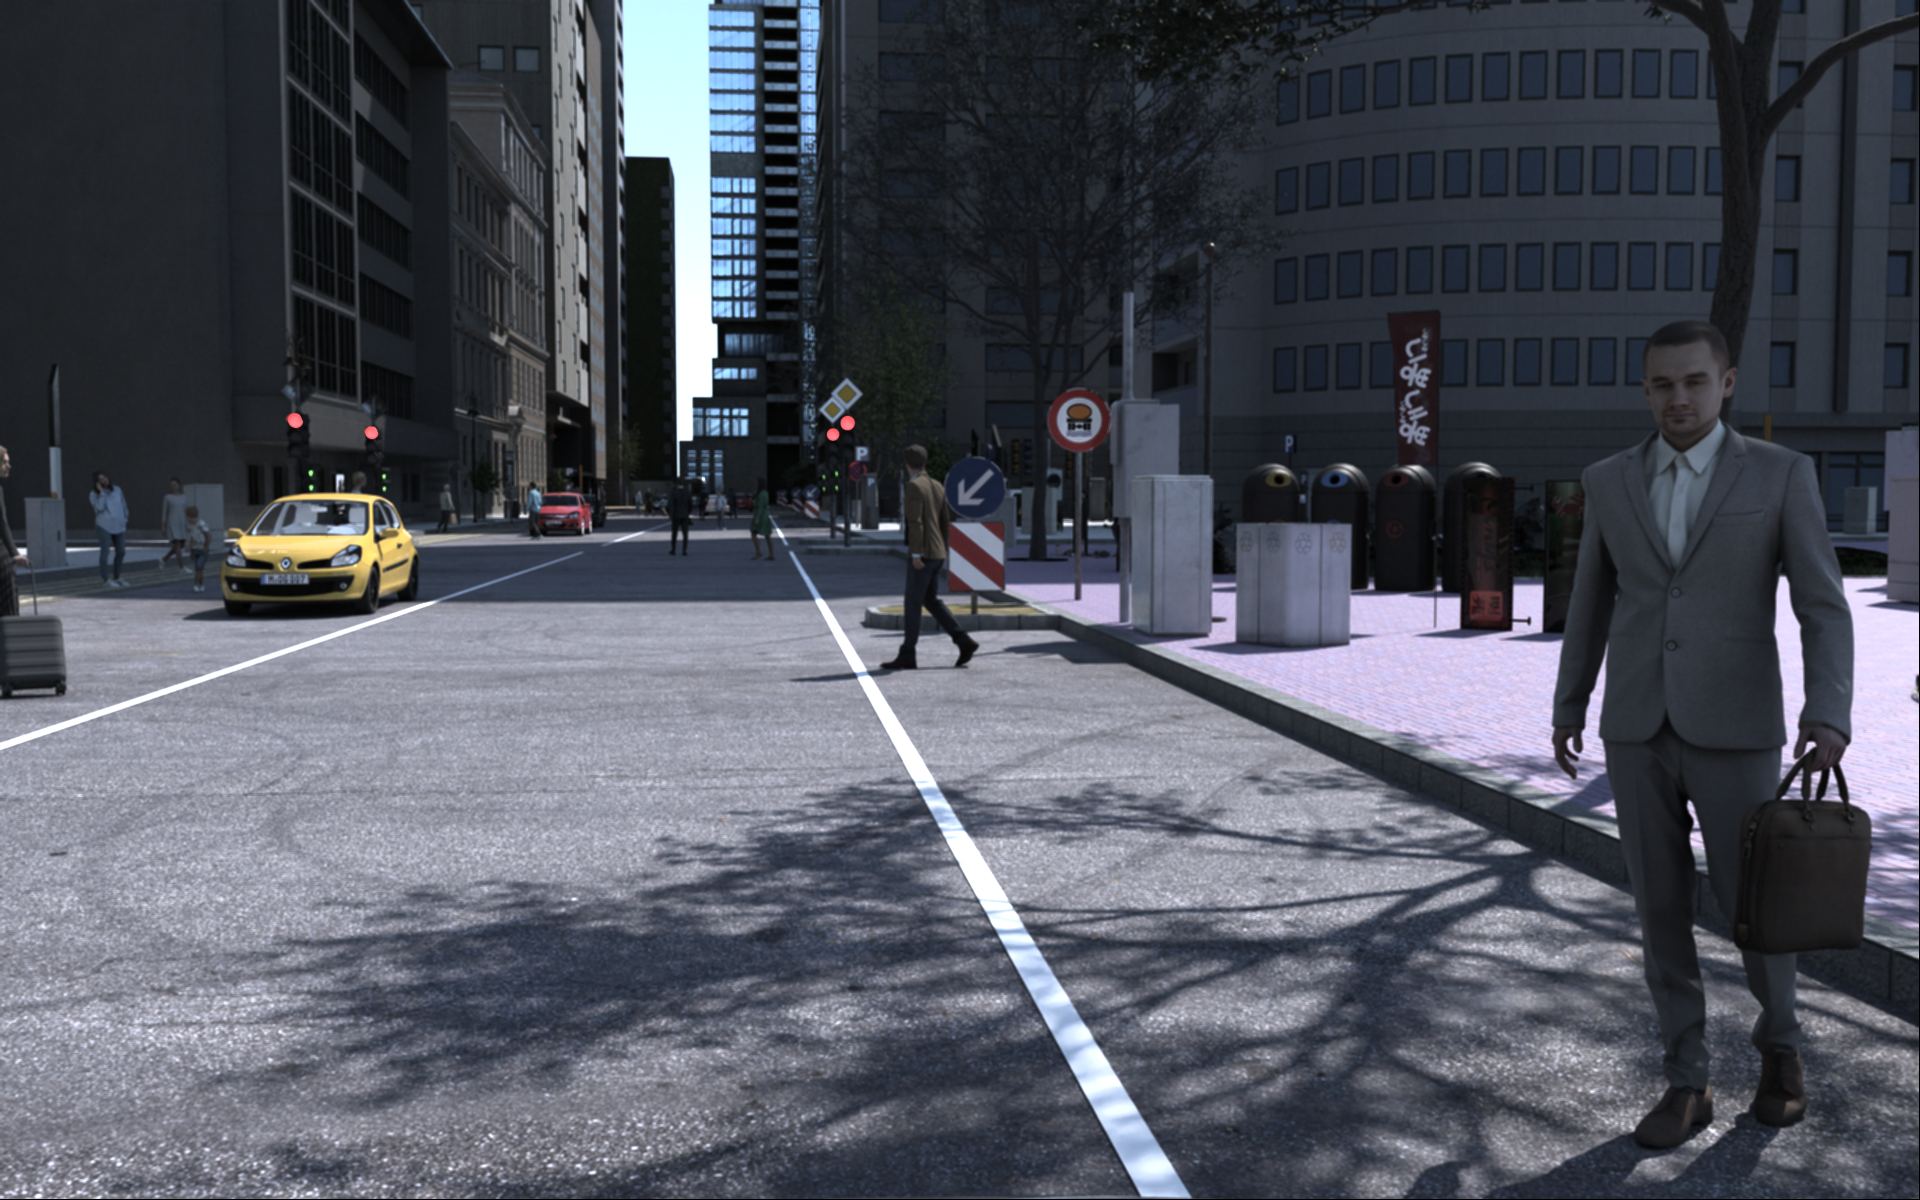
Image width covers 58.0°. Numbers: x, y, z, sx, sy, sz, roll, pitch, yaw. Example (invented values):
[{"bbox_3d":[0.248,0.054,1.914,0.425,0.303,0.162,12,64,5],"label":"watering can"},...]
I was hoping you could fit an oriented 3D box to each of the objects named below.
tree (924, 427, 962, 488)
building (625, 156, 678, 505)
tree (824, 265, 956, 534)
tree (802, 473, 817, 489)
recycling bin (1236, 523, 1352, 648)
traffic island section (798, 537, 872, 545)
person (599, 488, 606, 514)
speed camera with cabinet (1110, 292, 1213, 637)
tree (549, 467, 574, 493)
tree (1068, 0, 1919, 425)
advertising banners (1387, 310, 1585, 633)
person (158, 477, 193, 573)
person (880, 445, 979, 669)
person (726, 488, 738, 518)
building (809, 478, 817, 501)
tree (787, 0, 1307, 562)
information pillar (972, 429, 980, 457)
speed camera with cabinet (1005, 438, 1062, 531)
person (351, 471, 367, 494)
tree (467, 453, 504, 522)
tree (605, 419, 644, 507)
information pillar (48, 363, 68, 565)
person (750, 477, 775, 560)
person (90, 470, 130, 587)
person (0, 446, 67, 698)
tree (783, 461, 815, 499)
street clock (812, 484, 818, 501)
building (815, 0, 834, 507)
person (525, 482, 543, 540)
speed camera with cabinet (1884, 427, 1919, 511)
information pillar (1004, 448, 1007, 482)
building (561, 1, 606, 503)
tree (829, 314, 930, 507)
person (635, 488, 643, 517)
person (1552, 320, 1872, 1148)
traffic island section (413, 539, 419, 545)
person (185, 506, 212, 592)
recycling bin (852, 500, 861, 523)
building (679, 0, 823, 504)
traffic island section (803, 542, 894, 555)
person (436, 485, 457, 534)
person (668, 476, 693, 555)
[{"bbox_3d":[-0.796,-3.387,49.986,1.663,3.219,1.824,0,3,0],"label":"tree"},{"bbox_3d":[-41.975,-32.325,212.106,14.086,41.232,14.154,0,4,-7],"label":"building"},{"bbox_3d":[-1.972,-6.393,54.885,4.737,8.622,4.395,0,3,0],"label":"tree"},{"bbox_3d":[-13.851,-10.107,159.856,1.663,3.219,1.824,0,3,0],"label":"tree"},{"bbox_3d":[2.855,-0.140,14.850,0.722,1.027,0.722,-2,4,-28],"label":"recycling bin"},{"bbox_3d":[-3.633,-1.689,49.888,2.009,0.180,2.903,0,4,-7],"label":"traffic island section"},{"bbox_3d":[-23.803,-6.541,115.250,0.447,1.846,0.655,-1,4,-12],"label":"person"},{"bbox_3d":[1.900,-1.351,16.427,0.660,3.252,2.038,0,4,-5],"label":"speed camera with cabinet"},{"bbox_3d":[-28.204,-7.790,121.965,1.663,3.219,1.824,0,3,0],"label":"tree"},{"bbox_3d":[3.876,-4.511,8.168,7.601,10.594,8.767,3,5,43],"label":"tree"},{"bbox_3d":[4.993,-1.227,16.250,2.074,3.025,0.090,2,4,33],"label":"advertising banners"},{"bbox_3d":[-14.246,-1.354,31.385,0.760,1.731,0.466,1,4,11],"label":"person"},{"bbox_3d":[-0.260,-0.361,14.307,0.836,1.842,0.656,-1,4,-8],"label":"person"},{"bbox_3d":[-13.620,-5.797,103.459,0.721,1.800,0.419,0,4,-3],"label":"person"},{"bbox_3d":[-0.188,-30.408,189.053,32.217,40.220,23.993,0,4,-7],"label":"building"},{"bbox_3d":[1.644,-7.490,32.825,12.009,13.543,11.850,0,3,0],"label":"tree"},{"bbox_3d":[0.553,-4.317,61.930,0.183,3.616,0.504,-2,4,-28],"label":"information pillar"},{"bbox_3d":[2.584,-4.093,61.256,2.038,3.252,0.660,-1,4,-21],"label":"speed camera with cabinet"},{"bbox_3d":[-9.335,-1.100,26.838,0.624,1.780,0.694,-1,4,-9],"label":"person"},{"bbox_3d":[-21.984,-5.244,80.346,1.663,3.219,1.824,0,3,0],"label":"tree"},{"bbox_3d":[-32.752,-13.402,169.489,4.737,8.622,4.395,0,3,0],"label":"tree"},{"bbox_3d":[-16.078,-2.412,30.798,0.183,3.616,0.504,-1,4,-16],"label":"information pillar"},{"bbox_3d":[-4.278,-1.758,37.483,0.529,1.795,0.600,0,4,-4],"label":"person"},{"bbox_3d":[-13.067,-1.092,26.618,0.793,1.790,0.793,0,4,-4],"label":"person"},{"bbox_3d":[-7.037,-0.242,12.673,0.699,1.804,1.509,-2,4,-34],"label":"person"},{"bbox_3d":[-16.081,-11.541,172.410,4.285,4.588,4.351,0,3,0],"label":"tree"},{"bbox_3d":[-10.015,-7.024,119.418,0.358,2.002,0.471,-2,4,-32],"label":"street clock"},{"bbox_3d":[-2.688,-33.144,165.598,21.300,48.544,21.600,0,4,-7],"label":"building"},{"bbox_3d":[-13.271,-2.790,54.135,0.620,1.820,0.660,1,4,18],"label":"person"},{"bbox_3d":[13.586,-1.845,24.509,0.660,3.252,2.038,3,4,39],"label":"speed camera with cabinet"},{"bbox_3d":[2.340,-5.967,88.908,0.183,3.616,0.504,1,4,14],"label":"information pillar"},{"bbox_3d":[-39.647,-30.907,155.439,14.600,45.320,14.200,0,4,-7],"label":"building"},{"bbox_3d":[-3.362,-7.325,70.132,4.360,8.622,3.978,0,3,0],"label":"tree"},{"bbox_3d":[-20.079,-6.090,108.329,0.793,1.790,0.793,2,4,31],"label":"person"},{"bbox_3d":[1.640,0.293,3.836,0.709,1.813,0.853,2,4,35],"label":"person"},{"bbox_3d":[-16.339,-1.598,48.409,2.009,0.180,2.903,0,4,-7],"label":"traffic island section"},{"bbox_3d":[-11.150,-0.745,25.368,0.352,1.250,0.332,-2,4,-27],"label":"person"},{"bbox_3d":[-4.308,-3.874,75.902,0.722,1.027,0.722,-1,4,-20],"label":"recycling bin"},{"bbox_3d":[-19.575,-55.375,218.053,31.000,86.520,22.319,0,4,-7],"label":"building"},{"bbox_3d":[-2.704,-1.203,41.957,2.009,0.180,2.903,0,4,-7],"label":"traffic island section"},{"bbox_3d":[-18.241,-3.213,61.514,0.782,1.767,0.515,3,4,38],"label":"person"},{"bbox_3d":[-6.582,-1.973,40.536,0.659,1.850,0.755,-2,4,-25],"label":"person"}]
